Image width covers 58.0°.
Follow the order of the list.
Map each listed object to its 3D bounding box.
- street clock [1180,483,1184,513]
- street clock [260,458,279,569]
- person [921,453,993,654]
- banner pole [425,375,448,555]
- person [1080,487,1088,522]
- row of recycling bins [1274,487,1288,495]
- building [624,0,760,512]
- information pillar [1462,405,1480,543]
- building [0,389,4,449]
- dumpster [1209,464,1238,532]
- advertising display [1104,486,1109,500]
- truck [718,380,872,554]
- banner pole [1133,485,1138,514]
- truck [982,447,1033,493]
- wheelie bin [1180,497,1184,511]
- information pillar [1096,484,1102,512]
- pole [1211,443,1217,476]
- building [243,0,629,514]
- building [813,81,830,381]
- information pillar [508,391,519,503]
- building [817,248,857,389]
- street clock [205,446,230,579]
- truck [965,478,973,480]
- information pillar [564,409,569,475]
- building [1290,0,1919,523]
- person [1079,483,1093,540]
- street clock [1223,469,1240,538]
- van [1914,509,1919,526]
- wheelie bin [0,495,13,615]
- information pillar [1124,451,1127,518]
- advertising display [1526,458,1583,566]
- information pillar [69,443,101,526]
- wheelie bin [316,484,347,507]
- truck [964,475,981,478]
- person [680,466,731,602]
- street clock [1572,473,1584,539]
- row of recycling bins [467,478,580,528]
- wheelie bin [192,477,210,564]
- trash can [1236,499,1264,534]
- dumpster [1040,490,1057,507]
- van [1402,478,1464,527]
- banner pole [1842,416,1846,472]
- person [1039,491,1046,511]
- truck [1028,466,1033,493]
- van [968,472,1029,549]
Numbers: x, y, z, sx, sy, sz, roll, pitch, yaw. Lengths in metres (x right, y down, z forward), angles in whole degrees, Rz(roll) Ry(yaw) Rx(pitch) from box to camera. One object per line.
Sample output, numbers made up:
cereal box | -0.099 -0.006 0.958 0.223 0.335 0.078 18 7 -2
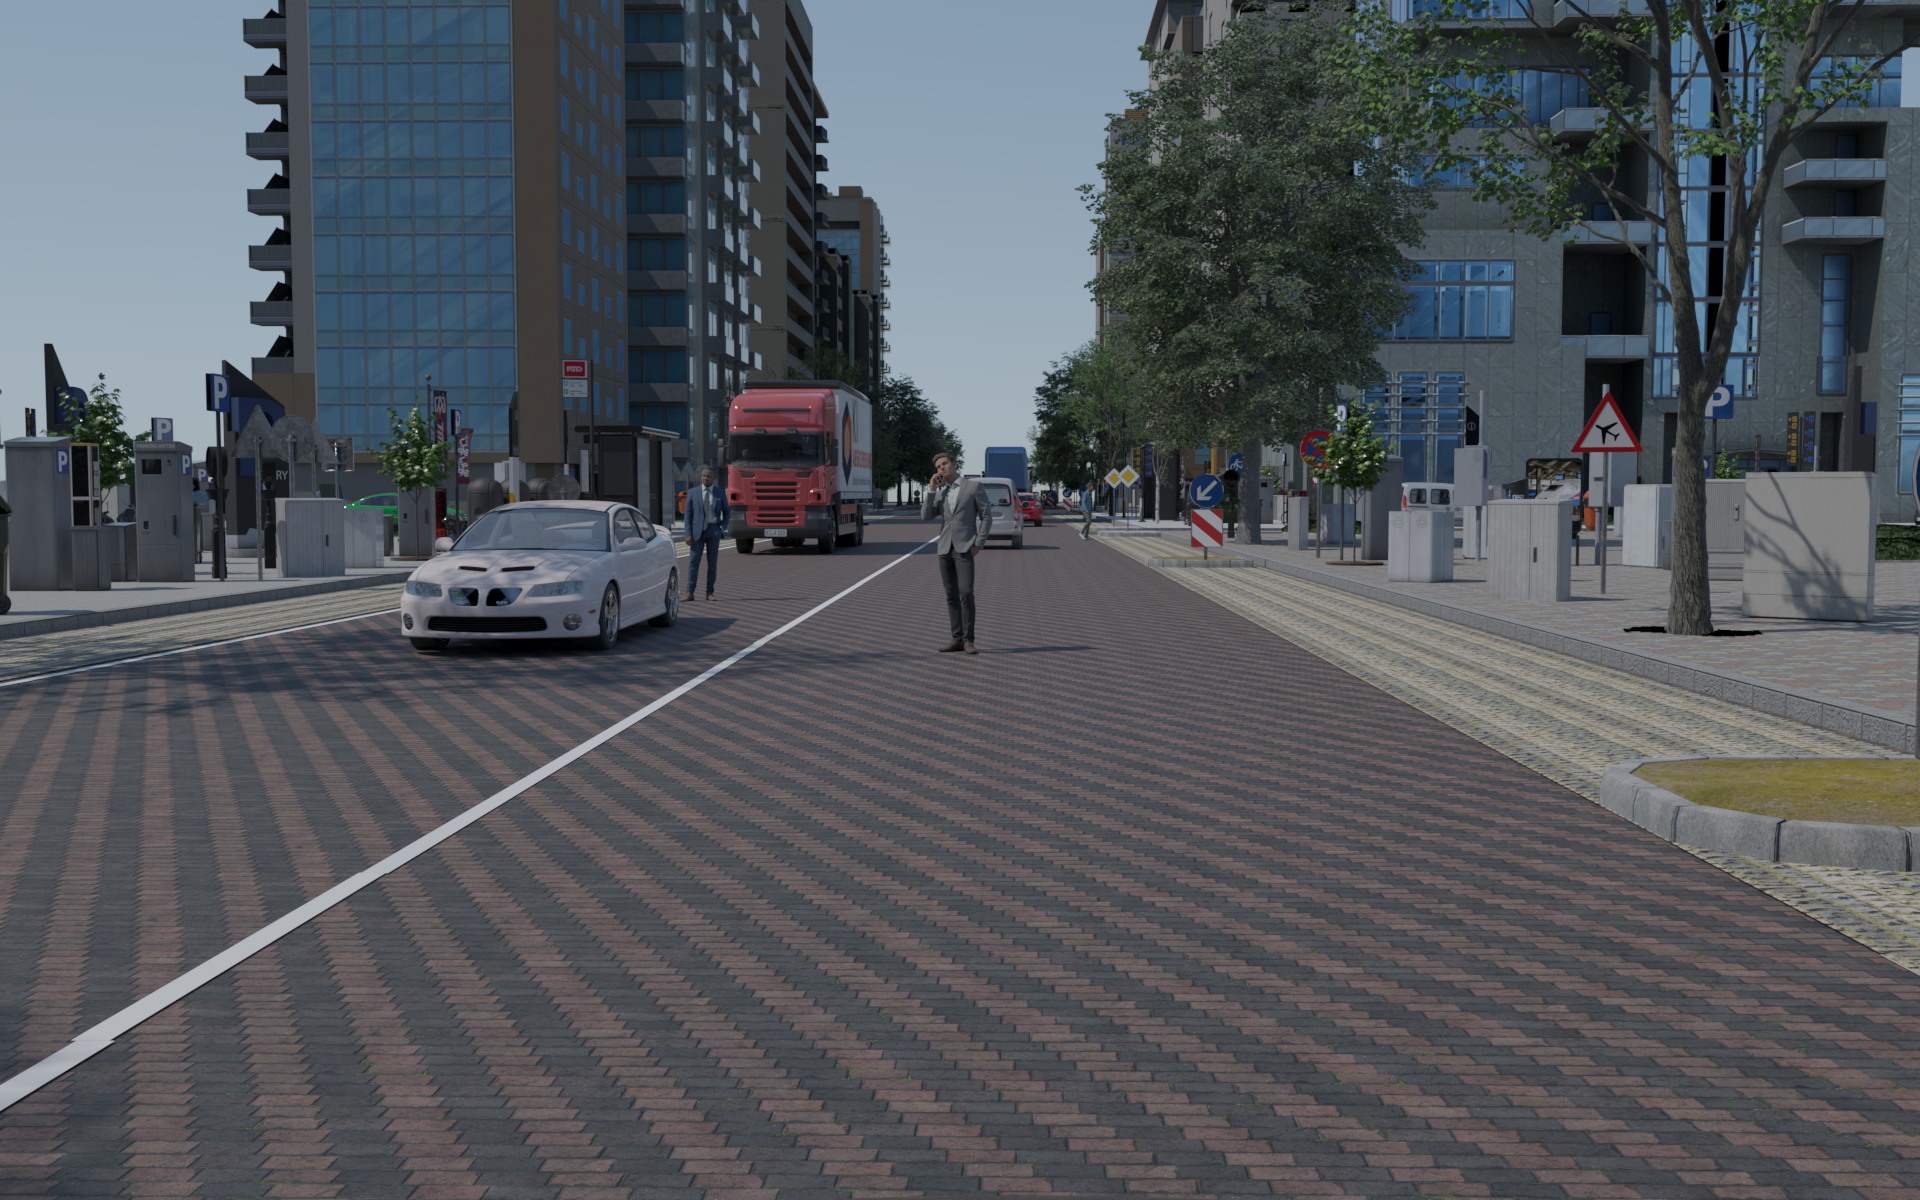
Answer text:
street clock | 14.977 -6.938 118.007 0.358 2.002 0.471 -3 5 -42
street clock | -11.881 -1.542 29.782 0.358 2.002 0.471 -2 4 -25
person | -0.028 -0.427 15.664 0.592 1.802 0.473 3 5 43
banner pole | -11.071 -2.851 36.638 0.401 3.779 0.863 1 4 20
person | 6.354 -4.812 87.269 0.391 1.810 0.635 2 4 34
row of recycling bins | 19.022 -6.018 105.501 3.534 1.692 1.069 -1 4 -21
building | -26.220 -30.674 121.132 23.786 49.044 30.456 0 4 2
information pillar | 13.502 -3.314 45.547 0.504 3.616 0.183 0 4 3
building | -65.822 -33.244 85.545 28.212 58.520 21.231 0 4 2
dumpster | 8.831 -3.326 56.871 1.502 2.255 1.985 0 4 2
advertising display | 12.168 -8.366 141.994 0.123 1.923 0.974 -2 4 -34
truck | -4.047 -3.436 45.092 2.839 4.237 11.283 0 4 3
banner pole | 11.500 -7.600 114.281 0.401 3.779 0.863 -1 4 -11
truck | 2.243 -6.269 92.264 2.967 4.110 18.799 0 4 3
wheelie bin | 16.460 -7.365 128.330 0.980 1.594 0.693 0 4 6
information pillar | 9.732 -7.160 121.561 0.304 2.012 0.304 -2 4 -27
pole | 9.897 -4.507 67.529 0.158 3.312 0.155 0 3 0
building | -24.687 -26.537 83.991 14.600 45.320 14.200 0 4 2
building | -25.281 -32.081 179.156 22.147 44.769 28.867 0 4 2
information pillar | -10.066 -2.921 39.119 0.183 3.616 0.504 0 4 2
building | -20.070 -26.276 201.317 14.160 30.474 14.107 0 4 2
street clock | -11.260 -1.328 26.281 0.358 2.002 0.471 -2 4 -35
truck | 1.258 -12.924 207.225 3.469 3.379 9.791 0 4 1
information pillar | -10.956 -3.478 48.224 0.183 3.616 0.504 -1 4 -9
building | 32.223 -47.134 83.315 31.000 86.520 22.319 0 4 2
person | 3.953 -2.759 53.951 0.444 1.785 0.601 2 4 34
street clock | 7.905 -2.806 50.447 0.471 2.002 0.358 1 4 19
van | 37.460 -3.568 62.718 5.245 2.365 2.240 0 4 1
wheelie bin | -10.510 -0.643 18.426 0.693 1.594 0.980 -3 5 -40
information pillar | 9.032 -6.332 94.874 0.183 3.616 0.504 0 4 1
advertising display | 10.627 -1.578 31.017 0.974 1.923 0.123 1 4 21
information pillar | -12.710 -1.266 25.184 0.304 2.012 0.304 0 4 -4
wheelie bin | -19.201 -2.740 52.705 0.980 1.594 0.693 -2 4 -33
truck | 1.794 -16.043 251.215 2.839 4.237 11.283 0 4 1
person | -3.436 -0.893 23.278 0.721 1.800 0.419 -1 4 -16
street clock | 17.443 -2.727 49.150 0.471 2.002 0.358 2 4 24
row of recycling bins | -11.121 -2.279 44.380 1.069 1.692 3.534 2 4 30
wheelie bin | -14.258 -1.459 31.765 0.980 1.594 0.693 -1 4 -18
trash can | 7.913 -2.182 47.328 0.748 1.137 0.748 0 3 0
dumpster | 9.278 -10.553 180.755 1.865 1.857 1.264 0 4 3
van | 17.826 -3.400 62.604 4.112 2.044 2.013 0 4 2
banner pole | 28.417 -3.994 55.314 0.401 3.779 0.863 -2 4 -27
person | 7.105 -8.518 148.493 0.721 1.735 1.217 -2 4 -24
truck | 6.145 -11.688 180.008 2.839 4.237 11.283 0 4 0
van | 0.844 -2.406 46.356 2.013 2.044 4.112 0 4 3
